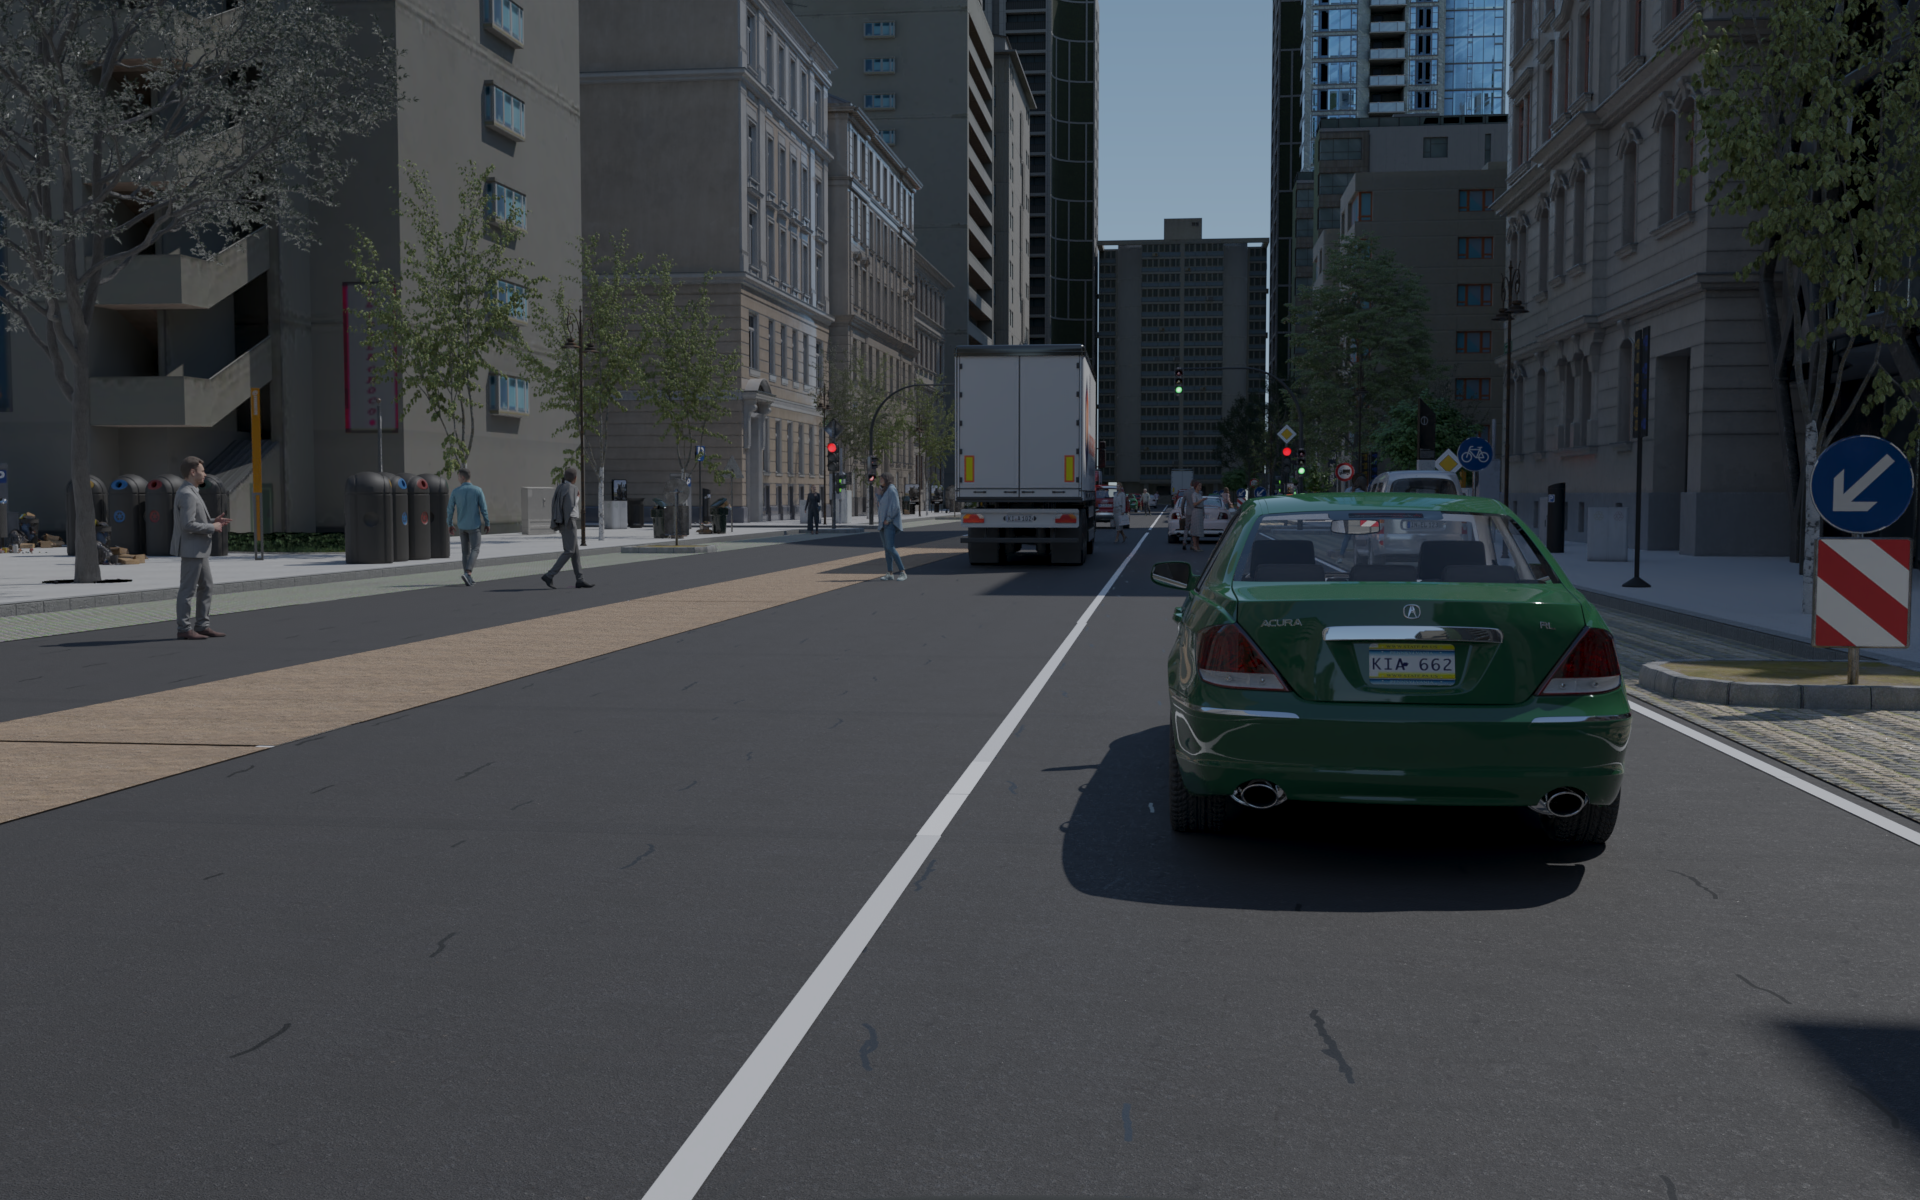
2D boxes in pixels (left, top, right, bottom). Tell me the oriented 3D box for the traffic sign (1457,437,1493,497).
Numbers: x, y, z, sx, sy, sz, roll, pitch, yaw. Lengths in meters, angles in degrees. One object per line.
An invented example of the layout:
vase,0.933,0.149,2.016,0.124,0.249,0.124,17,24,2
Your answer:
traffic sign,11.469,-2.356,38.632,0.768,2.556,0.104,1,4,11

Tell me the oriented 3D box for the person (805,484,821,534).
person,-5.191,-3.196,61.168,0.576,1.772,0.534,-1,4,-12

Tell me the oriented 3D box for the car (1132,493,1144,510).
car,16.079,-9.239,160.091,2.155,1.783,4.494,0,4,7

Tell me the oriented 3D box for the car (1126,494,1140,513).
car,12.903,-7.509,134.564,2.131,1.459,4.920,0,4,6

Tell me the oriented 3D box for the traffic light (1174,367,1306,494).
traffic light,10.050,-5.339,61.967,4.771,5.953,1.251,0,4,7

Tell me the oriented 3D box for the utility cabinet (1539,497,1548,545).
utility cabinet,14.785,-1.975,43.455,0.306,1.237,1.020,0,4,6

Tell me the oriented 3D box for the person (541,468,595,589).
person,-5.927,-1.077,26.207,0.850,1.850,0.679,-2,4,-28

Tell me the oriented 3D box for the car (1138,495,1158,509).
car,18.722,-9.819,172.901,2.083,1.381,4.827,0,4,8

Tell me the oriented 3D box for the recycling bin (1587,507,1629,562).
recycling bin,12.415,-1.263,33.204,0.722,1.027,0.722,1,4,20

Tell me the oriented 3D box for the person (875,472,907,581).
person,-1.144,-1.225,28.792,0.793,1.790,0.793,3,4,37

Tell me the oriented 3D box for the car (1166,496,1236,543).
car,7.169,-2.403,51.651,2.083,1.381,4.827,1,4,9

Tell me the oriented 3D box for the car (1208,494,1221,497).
car,27.592,-10.937,187.610,1.959,1.807,4.718,1,4,8

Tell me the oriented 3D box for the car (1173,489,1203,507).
car,17.585,-7.648,133.711,2.281,1.827,5.304,1,4,8

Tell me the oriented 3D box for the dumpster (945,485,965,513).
dumpster,-0.331,-6.764,116.355,1.264,1.857,1.865,0,4,7

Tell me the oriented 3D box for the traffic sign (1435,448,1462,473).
traffic sign,12.296,-2.598,43.661,0.795,2.450,0.064,1,4,15

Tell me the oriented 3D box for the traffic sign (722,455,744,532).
traffic sign,-7.671,-3.559,58.188,0.884,2.594,0.081,1,4,15

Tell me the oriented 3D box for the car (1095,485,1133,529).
car,6.211,-3.974,73.648,2.281,1.827,5.304,0,4,5

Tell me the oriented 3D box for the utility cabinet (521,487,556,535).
utility cabinet,-13.211,-2.795,54.371,0.318,1.500,1.173,2,4,34

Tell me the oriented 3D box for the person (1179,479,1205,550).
person,5.984,-2.204,44.661,0.709,1.813,0.853,1,4,19

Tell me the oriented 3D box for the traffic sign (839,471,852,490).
traffic sign,-5.176,-4.659,78.307,0.606,2.300,0.079,1,4,11

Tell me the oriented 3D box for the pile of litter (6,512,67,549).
pile of litter,-22.027,-1.680,41.426,1.176,0.858,1.719,2,4,28

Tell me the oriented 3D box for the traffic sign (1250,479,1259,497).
traffic sign,24.106,-8.669,141.838,0.768,2.556,0.104,0,4,8

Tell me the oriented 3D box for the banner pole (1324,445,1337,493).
banner pole,18.242,-5.844,85.565,0.863,3.779,0.401,3,5,40

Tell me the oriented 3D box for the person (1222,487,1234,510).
person,12.570,-4.450,81.845,0.643,1.750,0.593,-2,4,-35

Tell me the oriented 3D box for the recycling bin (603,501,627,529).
recycling bin,-12.648,-3.099,63.223,0.722,1.027,0.722,3,4,38

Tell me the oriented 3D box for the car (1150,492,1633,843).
car,1.996,0.193,8.638,2.131,1.459,4.920,1,4,8

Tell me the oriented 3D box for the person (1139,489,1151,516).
person,12.079,-6.374,113.205,0.782,1.767,0.515,2,4,30

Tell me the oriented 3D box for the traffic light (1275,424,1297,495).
traffic light,13.124,-4.945,69.774,0.839,4.253,0.868,0,4,7

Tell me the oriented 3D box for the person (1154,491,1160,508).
person,20.838,-10.640,183.398,0.756,1.711,0.436,-1,4,-14

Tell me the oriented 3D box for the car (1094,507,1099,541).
car,2.976,-2.372,50.579,2.131,1.459,4.920,0,4,7

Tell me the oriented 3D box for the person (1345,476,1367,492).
person,8.073,-1.640,35.587,0.793,1.790,0.793,0,4,2

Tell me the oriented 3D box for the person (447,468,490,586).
person,-7.761,-1.151,27.175,0.638,1.841,0.748,1,4,9

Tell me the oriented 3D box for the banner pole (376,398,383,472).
banner pole,-15.251,-3.400,45.613,0.401,3.779,0.863,-1,4,-13

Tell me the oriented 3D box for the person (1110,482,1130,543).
person,4.721,-2.568,50.843,0.624,1.780,0.694,-1,4,-23

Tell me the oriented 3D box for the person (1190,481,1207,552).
person,6.006,-2.091,43.251,0.524,1.755,0.480,2,4,30

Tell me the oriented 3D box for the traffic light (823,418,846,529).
traffic light,-4.647,-4.587,63.916,0.839,4.253,0.868,0,4,7

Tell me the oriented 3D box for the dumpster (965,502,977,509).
dumpster,0.537,-7.357,122.779,1.502,2.255,1.985,0,4,7

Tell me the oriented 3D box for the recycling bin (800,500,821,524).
recycling bin,-6.503,-3.843,75.384,0.722,1.027,0.722,1,4,21

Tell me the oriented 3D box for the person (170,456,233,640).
person,-7.480,-0.514,17.104,0.583,1.804,0.606,-2,4,-28

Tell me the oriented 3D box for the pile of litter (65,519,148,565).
pile of litter,-15.616,-1.100,31.951,1.176,0.858,1.719,-1,4,-15

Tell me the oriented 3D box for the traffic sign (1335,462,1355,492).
traffic sign,15.480,-4.258,69.720,0.768,2.556,0.104,1,4,17
